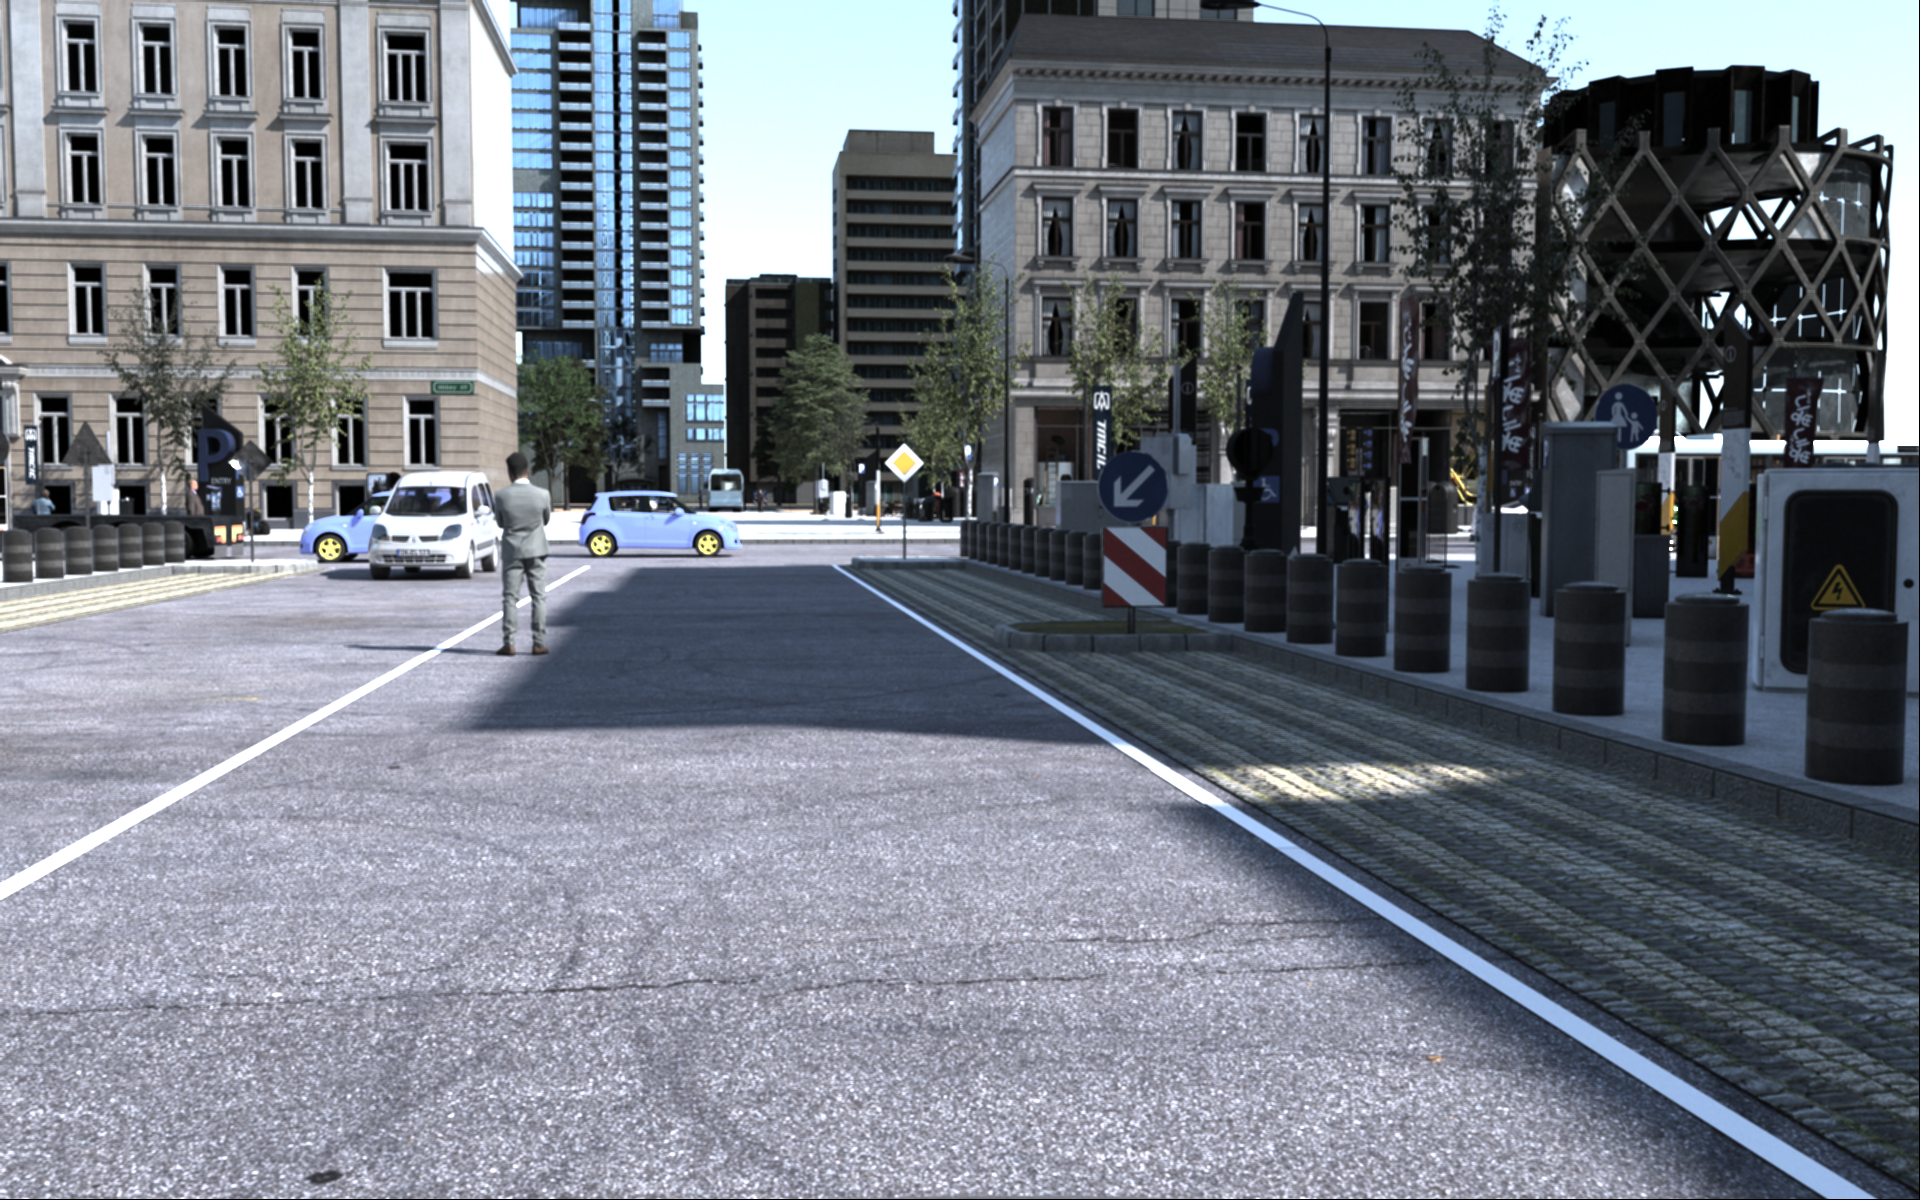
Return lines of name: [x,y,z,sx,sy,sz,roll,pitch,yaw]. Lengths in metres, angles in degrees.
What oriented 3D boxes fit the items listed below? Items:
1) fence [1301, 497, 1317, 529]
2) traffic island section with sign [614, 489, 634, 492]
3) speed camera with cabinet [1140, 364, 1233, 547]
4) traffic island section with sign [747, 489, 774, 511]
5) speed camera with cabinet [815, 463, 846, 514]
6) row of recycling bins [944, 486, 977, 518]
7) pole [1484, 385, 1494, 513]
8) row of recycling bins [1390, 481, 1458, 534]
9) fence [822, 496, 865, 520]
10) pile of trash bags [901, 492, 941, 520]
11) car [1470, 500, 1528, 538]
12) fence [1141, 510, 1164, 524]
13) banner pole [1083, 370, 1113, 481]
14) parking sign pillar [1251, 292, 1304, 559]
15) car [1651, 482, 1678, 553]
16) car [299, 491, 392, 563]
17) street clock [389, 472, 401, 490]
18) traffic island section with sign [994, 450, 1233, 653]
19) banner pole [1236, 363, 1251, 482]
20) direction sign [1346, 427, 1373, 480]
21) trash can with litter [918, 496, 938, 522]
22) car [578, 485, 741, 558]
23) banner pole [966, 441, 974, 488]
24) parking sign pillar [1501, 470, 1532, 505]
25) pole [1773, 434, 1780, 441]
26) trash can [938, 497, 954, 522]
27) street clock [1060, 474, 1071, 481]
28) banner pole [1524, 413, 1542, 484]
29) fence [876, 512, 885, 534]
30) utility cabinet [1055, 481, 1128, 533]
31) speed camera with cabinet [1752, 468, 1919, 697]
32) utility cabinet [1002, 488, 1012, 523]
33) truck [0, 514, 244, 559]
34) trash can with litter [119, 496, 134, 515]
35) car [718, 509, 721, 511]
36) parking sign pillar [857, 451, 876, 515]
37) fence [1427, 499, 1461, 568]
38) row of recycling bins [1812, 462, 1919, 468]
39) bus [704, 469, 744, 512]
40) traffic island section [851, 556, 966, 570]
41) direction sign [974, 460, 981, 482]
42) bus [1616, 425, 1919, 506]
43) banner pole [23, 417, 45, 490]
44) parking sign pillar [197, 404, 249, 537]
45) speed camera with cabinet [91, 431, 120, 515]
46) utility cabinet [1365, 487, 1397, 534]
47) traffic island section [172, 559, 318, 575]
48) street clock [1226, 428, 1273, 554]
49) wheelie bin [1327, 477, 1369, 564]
fence: [13.585,-3.168,62.994,2.264,1.192,0.480,2,4,24]
traffic island section with sign: [-28.727,-8.386,145.745,1.989,1.847,2.006,0,4,-8]
speed camera with cabinet: [3.571,-2.008,27.166,0.660,3.252,2.038,3,4,37]
traffic island section with sign: [-16.923,-8.512,147.797,1.989,1.847,2.006,0,4,-8]
speed camera with cabinet: [-8.263,-7.125,110.828,2.038,3.252,0.660,-2,4,-35]
row of recycling bins: [0.499,-5.339,94.412,1.069,1.692,3.534,3,5,41]
pole: [9.908,-2.364,32.501,0.158,3.312,0.155,0,3,0]
row of recycling bins: [15.185,-3.057,57.089,1.069,1.692,3.534,-1,4,-19]
fence: [-5.807,-4.585,86.172,2.264,1.192,0.480,-3,4,-36]
pile of trash bags: [-1.665,-4.767,87.689,1.912,1.369,3.447,-1,4,-21]
car: [16.468,-2.148,47.490,4.827,1.381,2.083,0,4,-7]
fence: [6.713,-3.035,65.000,2.069,0.683,0.278,1,4,12]
banner pole: [2.741,-2.762,35.170,0.863,3.779,0.401,-2,4,-27]
parking sign pillar: [4.150,-2.092,22.678,1.447,3.967,1.447,1,4,22]
car: [15.942,-2.090,42.971,4.718,1.807,1.959,-1,4,-9]
car: [-12.106,-1.669,36.874,3.694,1.707,1.945,-1,4,-8]
street clock: [-18.810,-3.243,57.585,0.471,2.002,0.358,-1,4,-10]
traffic island section with sign: [1.370,-0.483,16.530,1.989,1.847,2.006,0,4,-8]
banner pole: [5.532,-2.648,33.307,0.863,3.779,0.401,-2,4,-31]
direction sign: [13.388,-4.046,58.144,0.876,3.537,0.379,1,4,8]
trash can with litter: [-1.535,-4.246,80.815,0.624,1.170,1.055,2,4,25]
car: [-6.884,-1.847,39.788,3.694,1.707,1.945,0,4,-7]
banner pole: [0.437,-5.557,80.876,0.401,3.779,0.863,-3,4,-36]
parking sign pillar: [20.113,-4.524,62.442,1.447,3.967,1.447,-1,4,-19]
pole: [27.917,-4.005,59.319,0.158,3.312,0.155,0,3,0]
trash can: [-0.622,-4.094,78.584,0.748,1.137,0.748,0,3,0]
street clock: [3.907,-3.631,63.942,0.358,2.002,0.471,2,4,29]
banner pole: [17.848,-3.907,53.901,0.401,3.779,0.863,-2,4,-27]
fence: [-2.597,-2.523,56.634,0.278,0.683,2.069,0,4,-3]
utility cabinet: [2.183,-1.219,28.614,1.173,1.500,0.318,-1,4,-15]
speed camera with cabinet: [6.211,-1.020,11.009,2.038,3.252,0.660,1,4,21]
utility cabinet: [1.740,-3.364,63.685,0.318,1.500,1.173,0,4,5]
truck: [-25.253,-2.854,36.429,18.799,4.110,2.967,-1,4,-8]
trash can with litter: [-24.298,-2.437,50.902,2.233,1.210,1.678,1,4,23]
car: [-20.288,-8.762,151.937,2.281,1.827,5.304,0,4,-8]
parking sign pillar: [-5.487,-7.105,104.634,1.447,3.967,1.447,1,4,18]
fence: [8.578,-1.219,31.142,0.480,1.192,2.264,0,4,7]
row of recycling bins: [12.308,-0.968,22.932,3.534,1.692,1.069,-2,4,-32]
bus: [-18.353,-8.557,134.767,2.948,3.499,13.247,-1,4,-9]
traffic island section: [-1.071,-0.721,34.065,2.009,0.180,2.903,0,4,-8]
direction sign: [1.200,-7.531,115.135,0.379,3.537,0.876,-3,5,-39]
bus: [25.214,-3.442,51.142,13.247,3.499,2.948,-1,4,-8]
banner pole: [-29.754,-4.024,55.806,0.401,3.779,0.863,2,4,24]
parking sign pillar: [-22.031,-3.862,51.615,1.447,3.967,1.447,1,4,14]
speed camera with cabinet: [-27.099,-3.705,54.919,0.660,3.252,2.038,-1,4,-20]
utility cabinet: [13.390,-2.818,54.746,1.173,1.500,0.318,-1,4,-10]
traffic island section: [-13.246,-0.618,32.379,2.009,0.180,2.903,0,4,-8]
street clock: [3.189,-0.890,19.121,0.471,2.002,0.358,-1,4,-12]
wheelie bin: [7.049,-1.476,32.040,0.980,1.594,0.693,-1,4,-15]
